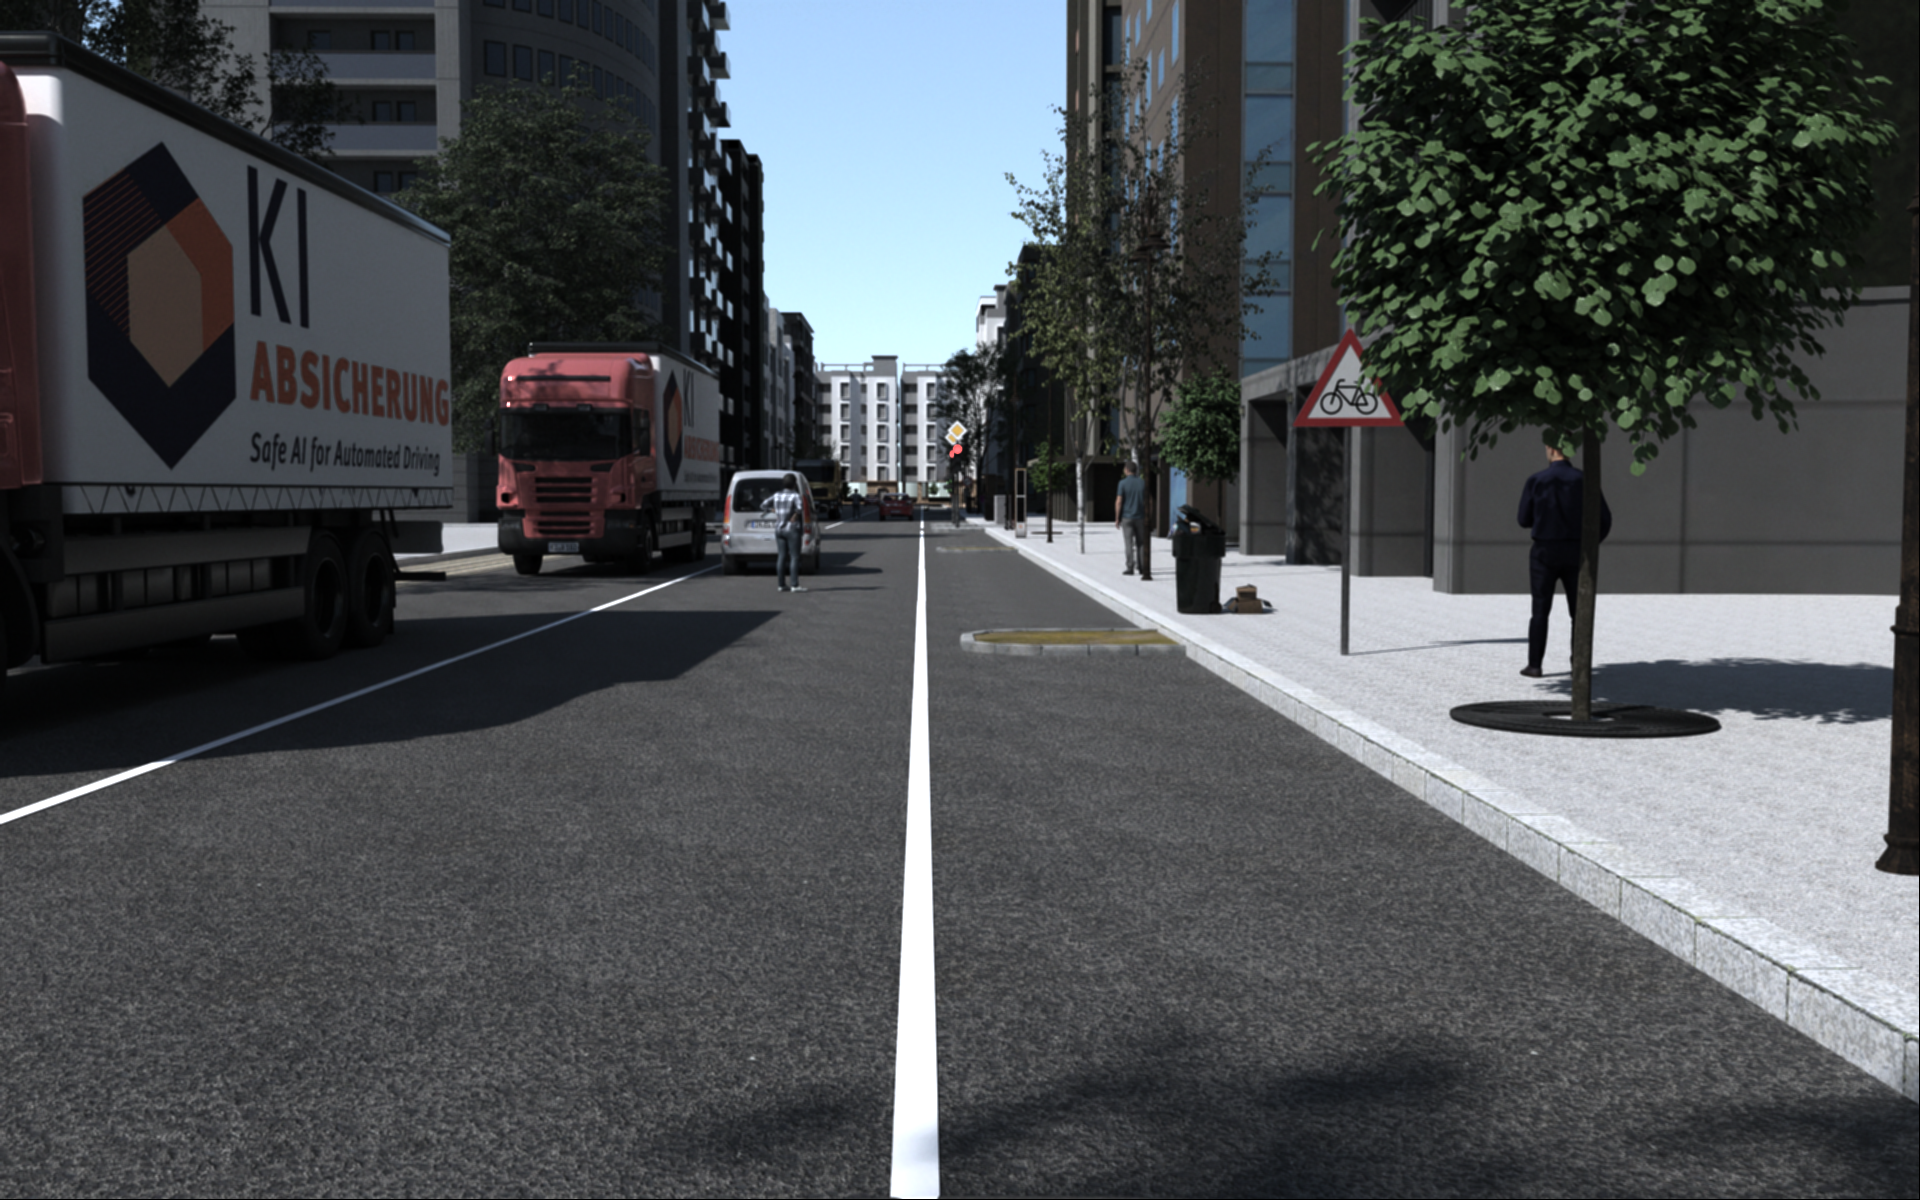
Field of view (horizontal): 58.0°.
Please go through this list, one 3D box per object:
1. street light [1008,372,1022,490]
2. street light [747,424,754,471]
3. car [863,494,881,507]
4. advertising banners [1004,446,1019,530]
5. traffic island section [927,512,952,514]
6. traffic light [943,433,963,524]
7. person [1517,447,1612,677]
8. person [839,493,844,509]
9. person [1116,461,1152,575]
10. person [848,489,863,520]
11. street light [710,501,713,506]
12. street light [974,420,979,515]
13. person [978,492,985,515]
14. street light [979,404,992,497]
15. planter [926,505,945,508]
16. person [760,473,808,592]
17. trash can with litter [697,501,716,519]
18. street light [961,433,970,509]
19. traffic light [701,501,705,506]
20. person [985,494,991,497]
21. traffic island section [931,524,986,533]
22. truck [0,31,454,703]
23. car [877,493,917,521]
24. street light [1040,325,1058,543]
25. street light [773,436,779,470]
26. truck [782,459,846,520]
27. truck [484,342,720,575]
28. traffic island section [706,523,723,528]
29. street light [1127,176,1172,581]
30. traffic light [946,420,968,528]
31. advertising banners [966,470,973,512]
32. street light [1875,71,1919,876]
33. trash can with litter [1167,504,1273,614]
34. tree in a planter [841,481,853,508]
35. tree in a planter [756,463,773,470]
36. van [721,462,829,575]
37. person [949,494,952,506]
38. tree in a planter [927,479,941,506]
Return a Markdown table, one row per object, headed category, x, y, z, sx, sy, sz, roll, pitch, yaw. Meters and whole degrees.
| category | x | y | z | sx | sy | sz | roll | pitch | yaw |
| --- | --- | --- | --- | --- | --- | --- | --- | --- | --- |
| street light | 2.083 | -5.669 | 65.478 | 0.468 | 5.910 | 1.993 | 0 | 4 | -1 |
| street light | -13.885 | -8.672 | 114.581 | 0.468 | 5.910 | 1.993 | 0 | 4 | -1 |
| car | -10.203 | -11.715 | 200.578 | 2.155 | 1.783 | 4.494 | 0 | 4 | -3 |
| advertising banners | 1.889 | -4.058 | 62.543 | 0.090 | 3.025 | 2.074 | 1 | 4 | 15 |
| traffic island section | -1.407 | -6.367 | 126.959 | 1.991 | 0.108 | 1.994 | 0 | 4 | -1 |
| traffic light | -0.290 | -5.190 | 73.777 | 0.839 | 4.253 | 0.868 | 0 | 4 | -1 |
| person | 4.220 | -0.333 | 12.187 | 0.576 | 1.737 | 0.504 | 0 | 4 | 2 |
| person | -11.101 | -9.385 | 161.968 | 0.705 | 1.821 | 1.348 | -1 | 4 | -19 |
| person | 2.754 | -1.306 | 27.531 | 0.598 | 1.807 | 0.434 | 0 | 4 | -5 |
| person | -5.782 | -5.327 | 96.327 | 0.841 | 1.734 | 0.376 | 1 | 4 | 17 |
| street light | -13.424 | -7.385 | 93.525 | 0.468 | 5.910 | 1.993 | 0 | 4 | -1 |
| street light | 1.104 | -8.307 | 108.614 | 0.468 | 5.910 | 1.993 | 0 | 4 | -1 |
| person | 1.398 | -5.935 | 106.311 | 0.726 | 1.435 | 0.776 | 1 | 4 | 12 |
| street light | 1.390 | -7.097 | 88.815 | 0.468 | 5.910 | 1.993 | 0 | 4 | -1 |
| planter | -2.477 | -9.459 | 175.793 | 1.991 | 0.319 | 1.994 | 0 | 4 | -1 |
| person | -2.529 | -0.992 | 25.441 | 0.841 | 1.734 | 0.376 | 3 | 5 | 44 |
| trash can with litter | -13.168 | -4.826 | 90.296 | 1.055 | 1.170 | 0.624 | 0 | 4 | -5 |
| street light | 0.537 | -9.518 | 128.407 | 0.468 | 5.910 | 1.993 | 0 | 4 | -1 |
| traffic light | -10.909 | -5.175 | 73.531 | 0.839 | 4.253 | 0.868 | 0 | 4 | -1 |
| person | 2.061 | -7.168 | 127.142 | 0.435 | 1.345 | 0.340 | 0 | 4 | -5 |
| traffic island section | -0.076 | -2.668 | 65.909 | 2.009 | 0.180 | 2.903 | 0 | 4 | -1 |
| truck | -6.633 | -1.463 | 12.834 | 2.839 | 4.237 | 11.283 | 0 | 4 | 0 |
| car | -3.407 | -5.162 | 93.434 | 2.155 | 1.783 | 4.494 | 0 | 4 | 0 |
| street light | 2.381 | -4.458 | 45.679 | 0.468 | 5.910 | 1.993 | 0 | 4 | -1 |
| street light | -14.292 | -9.913 | 134.861 | 0.468 | 5.910 | 1.993 | 0 | 4 | -1 |
| truck | -8.097 | -6.235 | 97.860 | 3.469 | 3.379 | 9.791 | 0 | 4 | -2 |
| truck | -6.724 | -2.770 | 34.210 | 2.839 | 4.237 | 11.283 | 0 | 3 | 0 |
| traffic island section | -10.949 | -3.143 | 73.664 | 2.009 | 0.180 | 2.903 | 0 | 4 | -1 |
| street light | 2.781 | -3.230 | 25.602 | 0.468 | 5.910 | 1.993 | 0 | 4 | -1 |
| traffic light | -0.116 | -4.702 | 65.794 | 0.839 | 4.253 | 0.868 | 0 | 4 | -1 |
| advertising banners | 0.723 | -7.916 | 125.621 | 0.090 | 3.025 | 2.074 | 1 | 4 | 13 |
| street light | 3.222 | -2.015 | 5.727 | 0.468 | 5.910 | 1.993 | 0 | 4 | -1 |
| trash can with litter | 2.800 | -0.446 | 18.679 | 1.055 | 1.170 | 0.624 | 0 | 4 | -5 |
| tree in a planter | -13.442 | -12.584 | 202.966 | 1.991 | 3.239 | 1.994 | 0 | 4 | -1 |
| tree in a planter | -11.156 | -6.177 | 98.221 | 1.991 | 3.239 | 1.994 | 0 | 4 | -1 |
| van | -3.454 | -1.530 | 32.024 | 2.013 | 2.044 | 4.112 | 0 | 4 | -3 |
| person | -0.989 | -11.400 | 193.135 | 0.721 | 1.736 | 1.217 | 0 | 4 | 1 |
| tree in a planter | -3.061 | -12.568 | 202.705 | 1.991 | 3.239 | 1.994 | 0 | 4 | -1 |
